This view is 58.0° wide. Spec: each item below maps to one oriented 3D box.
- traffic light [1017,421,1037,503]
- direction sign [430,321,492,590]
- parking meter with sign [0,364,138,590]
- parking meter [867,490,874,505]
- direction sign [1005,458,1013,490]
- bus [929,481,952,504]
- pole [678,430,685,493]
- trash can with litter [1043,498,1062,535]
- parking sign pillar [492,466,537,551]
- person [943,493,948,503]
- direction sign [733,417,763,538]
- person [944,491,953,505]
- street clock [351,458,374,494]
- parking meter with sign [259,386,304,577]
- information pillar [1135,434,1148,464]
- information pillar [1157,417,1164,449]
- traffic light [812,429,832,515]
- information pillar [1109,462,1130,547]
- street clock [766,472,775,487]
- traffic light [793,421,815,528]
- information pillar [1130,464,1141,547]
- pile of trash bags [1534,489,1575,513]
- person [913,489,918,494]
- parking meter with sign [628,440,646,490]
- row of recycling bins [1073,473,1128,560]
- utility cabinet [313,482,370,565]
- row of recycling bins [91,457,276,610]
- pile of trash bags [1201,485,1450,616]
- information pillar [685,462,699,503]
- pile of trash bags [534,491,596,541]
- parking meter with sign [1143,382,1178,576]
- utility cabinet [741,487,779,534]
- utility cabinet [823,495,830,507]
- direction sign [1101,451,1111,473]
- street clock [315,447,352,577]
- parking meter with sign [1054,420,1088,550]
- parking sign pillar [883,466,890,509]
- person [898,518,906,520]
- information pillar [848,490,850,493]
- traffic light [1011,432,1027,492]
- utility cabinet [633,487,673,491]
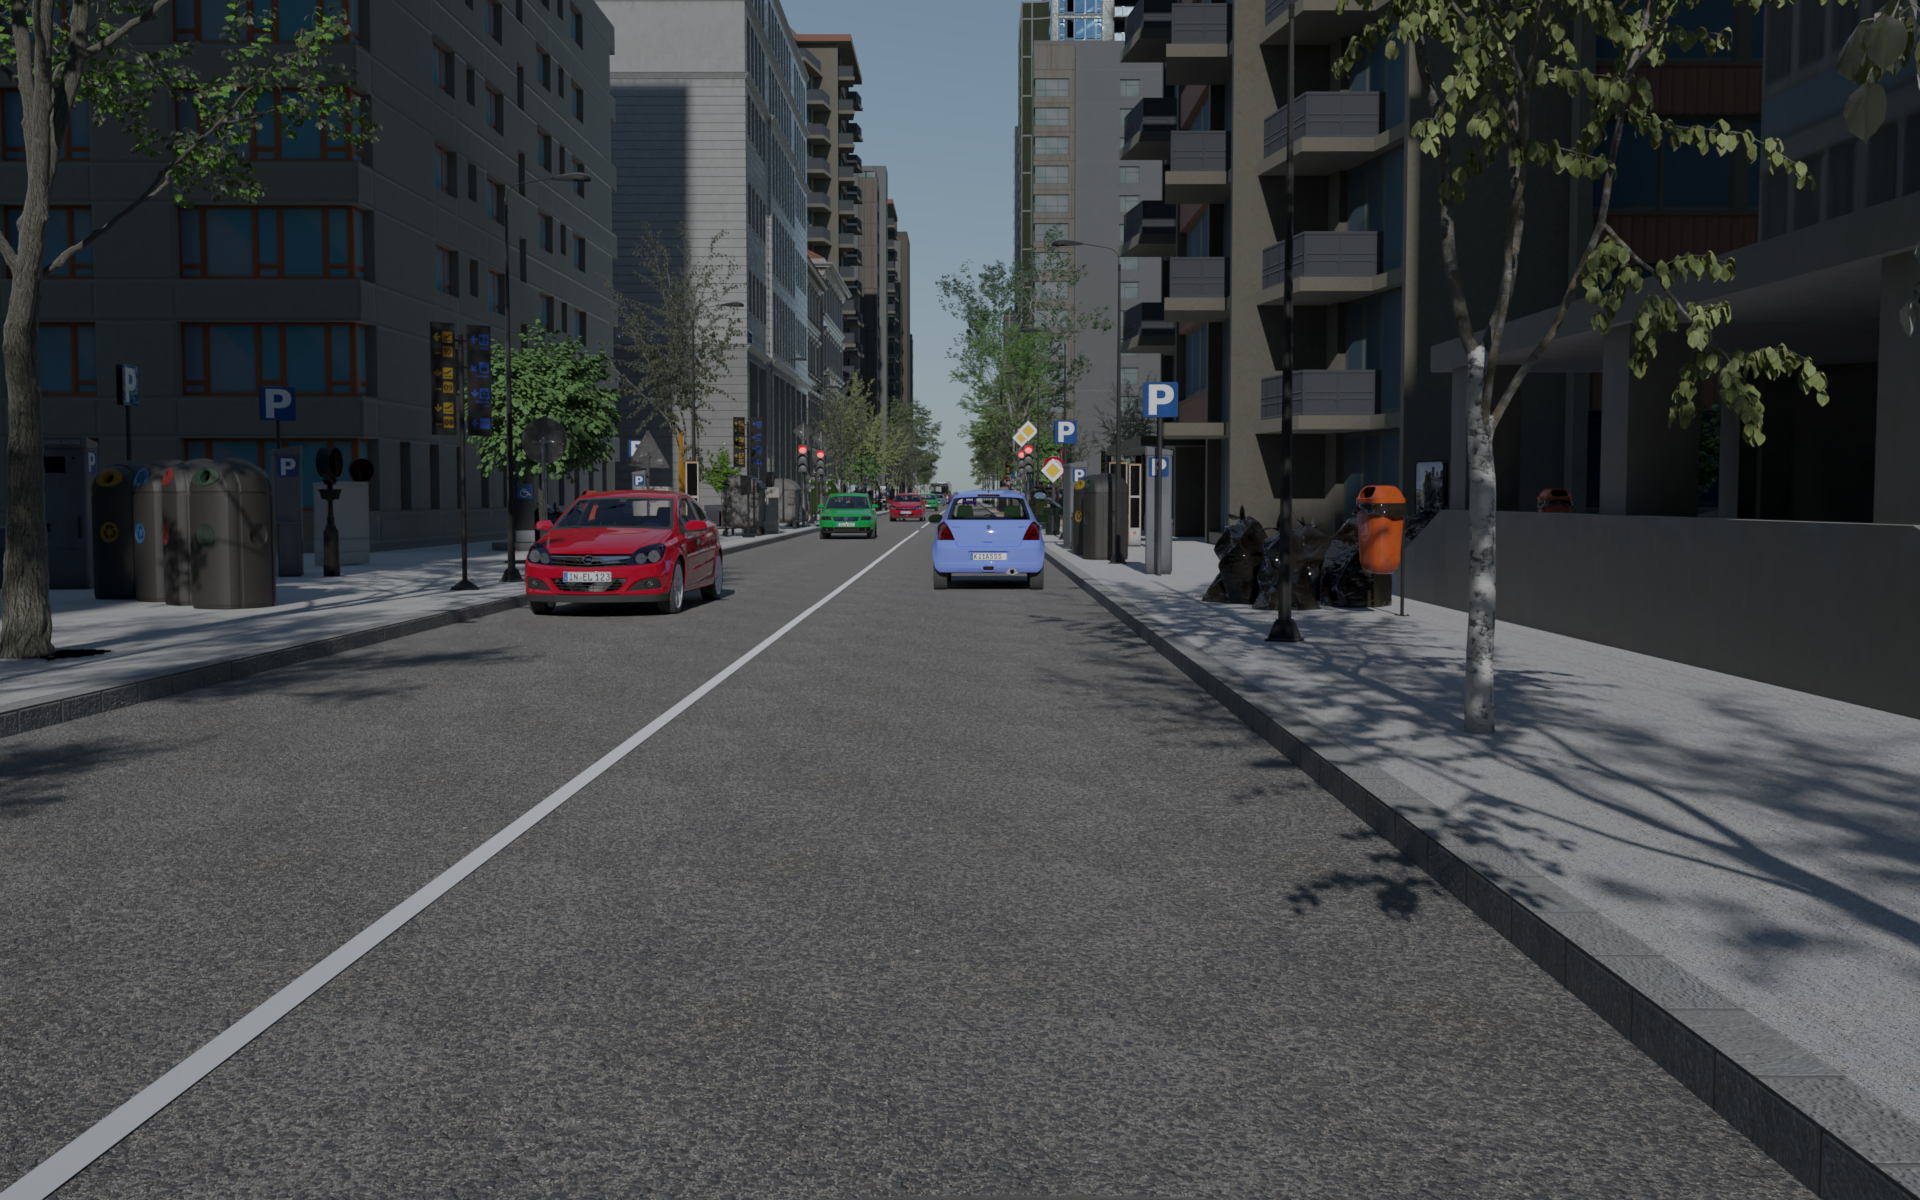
[{"bbox_3d":[2.588,-4.731,66.279,0.839,4.253,0.868,0,4,0],"label":"traffic light"},{"bbox_3d":[-6.637,-1.903,23.115,0.379,3.537,0.876,3,5,44],"label":"direction sign"},{"bbox_3d":[-12.081,-1.660,23.407,1.738,3.016,0.543,0,4,-6],"label":"parking meter with sign"},{"bbox_3d":[-5.813,-6.398,113.014,0.372,1.533,0.369,0,3,0],"label":"parking meter"},{"bbox_3d":[3.265,-7.129,108.548,0.876,3.537,0.379,1,4,8],"label":"direction sign"},{"bbox_3d":[-2.664,-15.357,245.949,2.948,3.499,13.247,0,4,2],"label":"bus"},{"bbox_3d":[-8.854,-3.749,55.144,0.158,3.312,0.155,0,3,0],"label":"pole"},{"bbox_3d":[3.134,-2.611,54.081,1.055,1.170,0.624,1,4,20],"label":"trash can with litter"},{"bbox_3d":[-10.018,-3.133,39.692,1.447,3.967,1.447,-1,4,-17],"label":"parking sign pillar"},{"bbox_3d":[-1.854,-12.970,222.029,0.593,1.643,0.415,-3,5,-44],"label":"person"},{"bbox_3d":[-6.238,-3.609,51.004,0.876,3.537,0.379,-1,4,-22],"label":"direction sign"},{"bbox_3d":[-1.048,-9.813,169.619,1.217,1.739,0.721,-2,4,-33],"label":"person"},{"bbox_3d":[-12.180,-1.878,35.271,0.471,2.002,0.358,-2,4,-30],"label":"street clock"},{"bbox_3d":[-10.726,-1.911,27.499,0.543,3.016,1.738,-2,4,-27],"label":"parking meter with sign"},{"bbox_3d":[7.042,-4.637,67.173,0.504,3.616,0.183,0,4,-7],"label":"information pillar"},{"bbox_3d":[4.597,-2.962,39.780,0.183,3.616,0.504,1,4,18],"label":"information pillar"},{"bbox_3d":[-5.941,-5.221,74.283,0.839,4.253,0.868,0,4,0],"label":"traffic light"},{"bbox_3d":[3.641,-2.166,39.907,0.304,2.012,0.304,-2,4,-33],"label":"information pillar"},{"bbox_3d":[-6.183,-3.174,56.470,0.358,2.002,0.471,0,4,3],"label":"street clock"},{"bbox_3d":[-5.974,-4.733,66.298,0.839,4.253,0.868,0,4,0],"label":"traffic light"},{"bbox_3d":[4.244,-2.310,42.254,0.304,2.012,0.304,0,4,-4],"label":"information pillar"},{"bbox_3d":[8.657,-1.182,29.071,3.447,1.369,1.912,-1,4,-10],"label":"pile of trash bags"},{"bbox_3d":[-3.822,-8.521,147.794,0.580,1.828,0.573,2,4,28],"label":"person"},{"bbox_3d":[-10.271,-3.608,55.252,0.543,3.016,1.738,-1,4,-12],"label":"parking meter with sign"},{"bbox_3d":[2.893,-1.724,35.307,1.069,1.692,3.534,0,3,0],"label":"row of recycling bins"},{"bbox_3d":[-11.129,-1.375,31.158,0.318,1.500,1.173,1,4,17],"label":"utility cabinet"},{"bbox_3d":[-9.205,-0.820,20.520,3.534,1.692,1.069,3,5,42],"label":"row of recycling bins"},{"bbox_3d":[4.109,-0.598,19.535,1.912,1.369,3.447,-1,4,-13],"label":"pile of trash bags"},{"bbox_3d":[-6.060,-2.126,39.254,0.304,2.012,0.304,0,4,-7],"label":"information pillar"},{"bbox_3d":[-10.216,-2.215,45.974,1.912,1.369,3.447,-2,4,-30],"label":"pile of trash bags"},{"bbox_3d":[3.223,-1.933,27.864,0.543,3.016,1.738,0,4,7],"label":"parking meter with sign"},{"bbox_3d":[-6.409,-2.870,55.603,1.173,1.500,0.318,-1,4,-21],"label":"utility cabinet"},{"bbox_3d":[-5.957,-4.086,77.971,0.306,1.237,1.020,0,4,5],"label":"utility cabinet"},{"bbox_3d":[7.645,-6.037,90.707,0.379,3.537,0.876,-2,4,-31],"label":"direction sign"},{"bbox_3d":[-9.777,-1.366,26.903,0.358,2.002,0.471,0,4,6],"label":"street clock"},{"bbox_3d":[2.661,-2.690,40.242,0.543,3.016,1.738,-1,4,-11],"label":"parking meter with sign"},{"bbox_3d":[-6.181,-9.755,147.965,1.447,3.967,1.447,0,4,-1],"label":"parking sign pillar"},{"bbox_3d":[-3.166,-5.022,94.884,0.640,1.303,0.475,2,4,35],"label":"person"},{"bbox_3d":[-8.257,-8.516,130.590,0.183,3.616,0.504,3,5,43],"label":"information pillar"},{"bbox_3d":[2.620,-5.220,74.264,0.839,4.253,0.868,0,4,0],"label":"traffic light"},{"bbox_3d":[-9.158,-2.633,51.735,1.173,1.500,0.318,1,4,19],"label":"utility cabinet"}]
